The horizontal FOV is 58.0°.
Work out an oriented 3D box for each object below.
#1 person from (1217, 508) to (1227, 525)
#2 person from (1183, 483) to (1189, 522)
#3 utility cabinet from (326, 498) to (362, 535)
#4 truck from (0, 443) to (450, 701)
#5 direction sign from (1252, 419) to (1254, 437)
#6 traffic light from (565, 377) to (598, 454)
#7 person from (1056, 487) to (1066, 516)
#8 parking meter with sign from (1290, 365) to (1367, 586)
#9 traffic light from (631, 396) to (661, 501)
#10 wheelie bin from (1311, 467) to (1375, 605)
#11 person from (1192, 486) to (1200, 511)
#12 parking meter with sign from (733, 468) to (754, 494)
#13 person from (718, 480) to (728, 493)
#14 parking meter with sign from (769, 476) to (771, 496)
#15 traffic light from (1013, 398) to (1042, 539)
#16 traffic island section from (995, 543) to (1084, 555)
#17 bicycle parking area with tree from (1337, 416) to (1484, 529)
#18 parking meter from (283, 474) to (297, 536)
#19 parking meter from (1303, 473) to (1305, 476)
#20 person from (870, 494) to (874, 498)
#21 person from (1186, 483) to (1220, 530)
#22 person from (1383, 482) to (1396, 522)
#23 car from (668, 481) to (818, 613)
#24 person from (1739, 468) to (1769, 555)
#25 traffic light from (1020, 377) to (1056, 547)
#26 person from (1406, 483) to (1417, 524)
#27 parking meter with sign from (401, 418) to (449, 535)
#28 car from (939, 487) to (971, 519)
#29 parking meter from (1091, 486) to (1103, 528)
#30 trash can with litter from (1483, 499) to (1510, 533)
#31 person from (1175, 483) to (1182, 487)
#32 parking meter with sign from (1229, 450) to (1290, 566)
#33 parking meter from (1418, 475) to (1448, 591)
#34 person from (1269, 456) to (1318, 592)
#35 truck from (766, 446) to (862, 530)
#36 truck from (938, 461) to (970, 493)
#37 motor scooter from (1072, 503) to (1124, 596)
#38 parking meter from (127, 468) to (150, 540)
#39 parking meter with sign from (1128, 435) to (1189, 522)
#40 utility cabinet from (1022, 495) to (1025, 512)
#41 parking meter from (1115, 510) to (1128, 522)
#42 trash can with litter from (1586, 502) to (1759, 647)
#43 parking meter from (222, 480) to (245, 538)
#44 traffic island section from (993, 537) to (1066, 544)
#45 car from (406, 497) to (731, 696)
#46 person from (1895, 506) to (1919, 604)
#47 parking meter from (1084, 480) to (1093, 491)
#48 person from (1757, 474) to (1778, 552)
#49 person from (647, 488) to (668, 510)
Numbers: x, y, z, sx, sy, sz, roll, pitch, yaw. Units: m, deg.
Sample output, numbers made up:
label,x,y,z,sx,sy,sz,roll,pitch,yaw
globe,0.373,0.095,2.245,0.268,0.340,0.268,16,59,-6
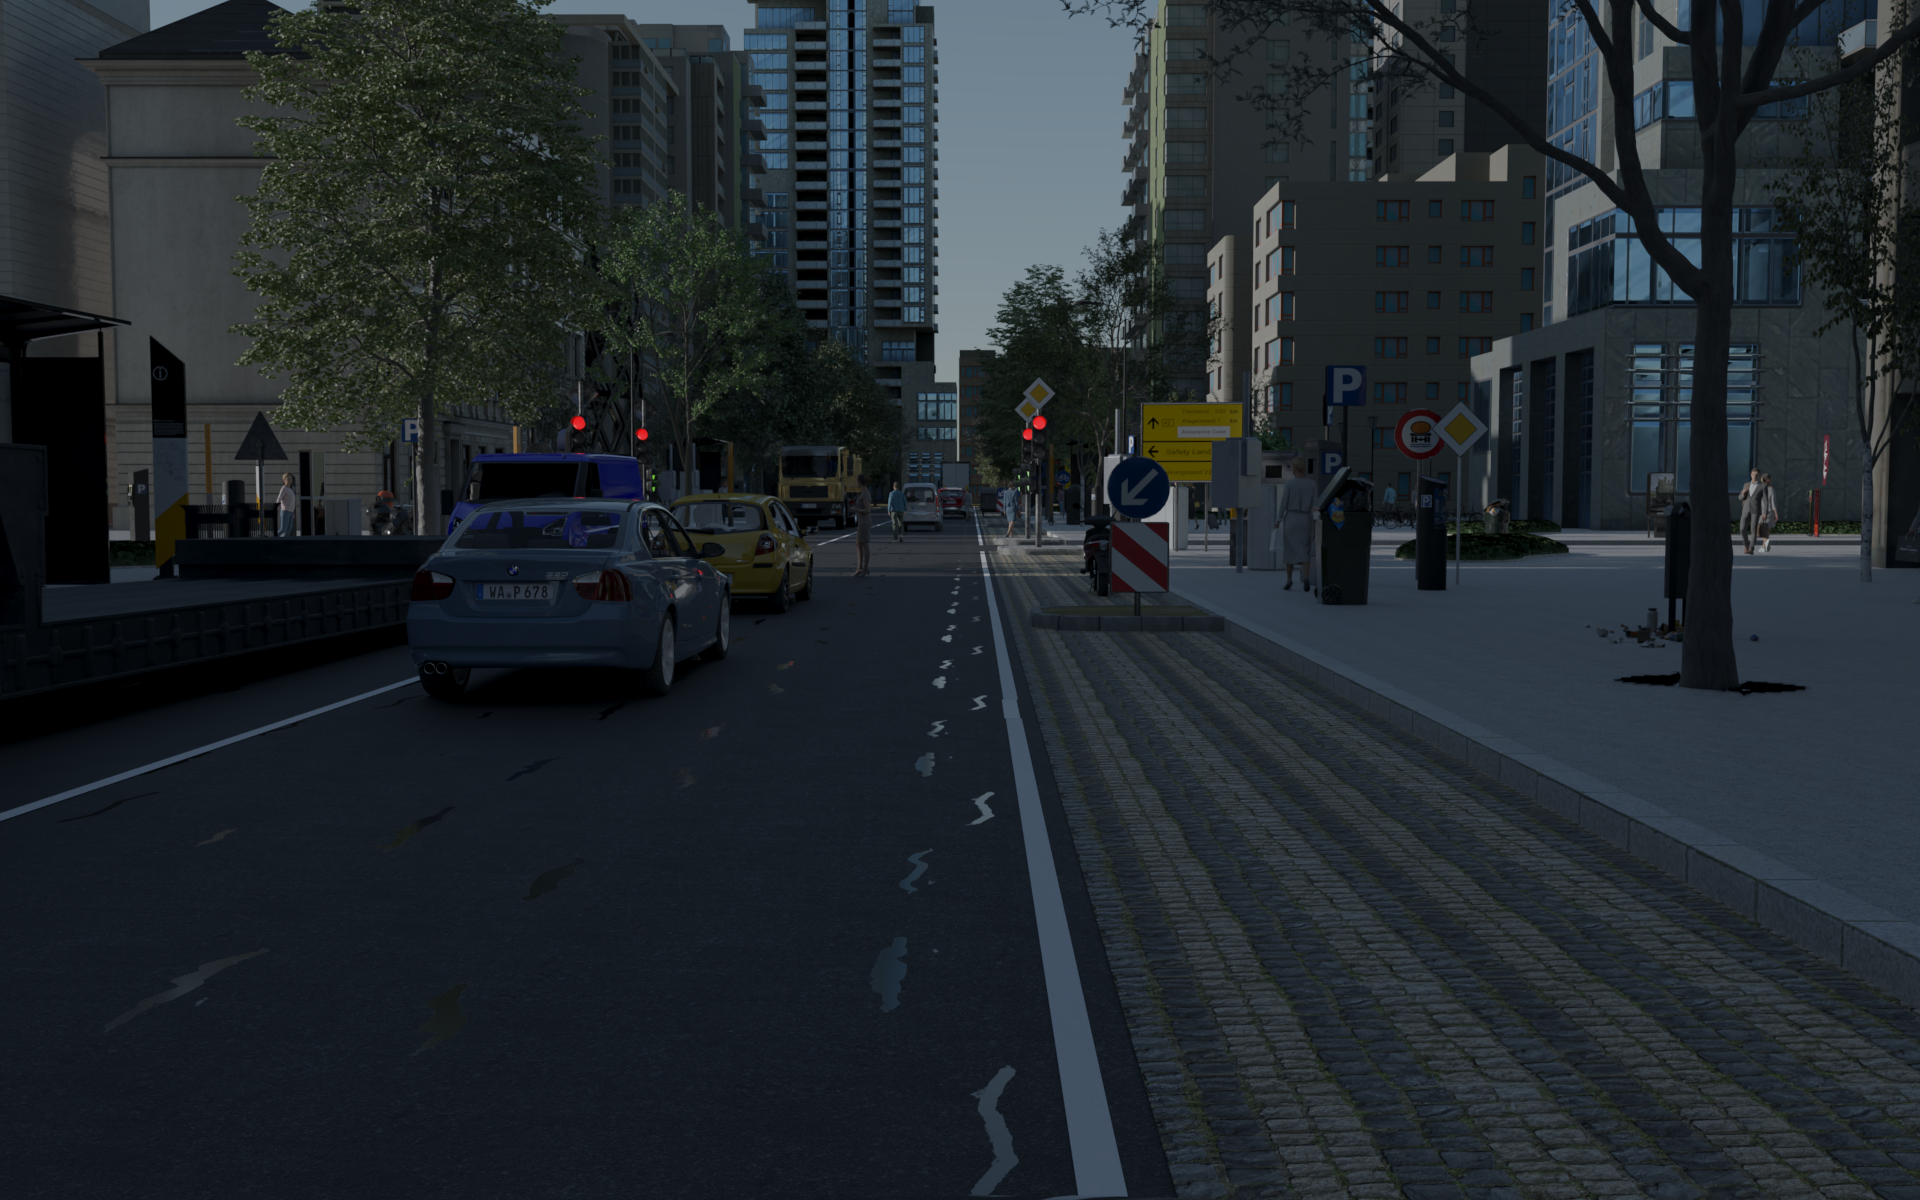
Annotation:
label,x,y,z,sx,sy,sz,roll,pitch,yaw
person,10.812,-4.002,71.651,0.511,1.800,0.466,2,4,27
person,9.843,-4.410,78.367,1.509,1.804,0.699,-2,4,-24
utility cabinet,-10.689,-1.134,29.704,1.020,1.237,0.306,2,4,35
truck,-6.430,-1.319,11.327,2.967,4.110,18.799,0,4,0
direction sign,8.598,-3.681,52.177,0.379,3.537,0.876,3,4,39
traffic light,-9.083,-3.229,41.708,0.839,4.253,0.868,0,4,0
person,5.987,-5.830,102.200,0.643,1.720,0.563,0,4,-1
parking meter with sign,5.169,-1.719,24.359,0.543,3.016,1.738,0,4,-4
traffic light,-9.028,-3.717,49.693,0.839,4.253,0.868,0,4,0
wheelie bin,4.494,-0.757,20.277,0.693,1.594,0.980,0,4,4
person,15.648,-6.735,116.379,0.699,1.804,1.509,0,4,-2
parking meter with sign,-12.072,-6.018,94.660,1.738,3.016,0.543,1,4,16
person,-9.334,-3.860,69.003,0.661,1.843,0.795,0,4,-3
parking meter with sign,-9.602,-6.043,95.062,1.738,3.016,0.543,-1,4,-9
traffic light,1.933,-3.713,49.634,0.839,4.253,0.868,0,4,0
traffic island section,1.918,-1.192,41.763,2.009,0.180,2.903,0,4,0
bicycle parking area with tree,15.365,-4.858,66.429,9.016,4.147,8.231,1,4,14
parking meter,-19.287,-2.699,49.837,0.255,1.863,0.399,0,4,-1
parking meter,9.552,-2.651,49.059,0.399,1.863,0.255,2,4,24
person,-10.788,-12.028,204.793,1.348,1.869,0.705,1,4,21
person,8.605,-3.450,62.666,0.699,1.804,1.509,-3,5,-42
person,19.828,-4.510,79.806,0.660,1.820,0.620,-2,4,-34
car,-2.889,-0.737,22.272,2.015,1.641,3.980,0,4,1
person,16.795,-1.874,36.654,0.622,1.834,0.822,2,4,35
traffic light,1.878,-3.225,41.649,0.839,4.253,0.868,0,4,0
person,18.823,-3.962,71.577,0.760,1.731,0.466,2,4,24
parking meter with sign,-12.522,-2.721,40.749,0.543,3.016,1.738,0,4,4
car,-0.431,-5.628,100.695,2.281,1.827,5.304,0,4,2
parking meter,4.415,-2.894,55.734,0.372,1.533,0.369,0,3,0
trash can with litter,12.451,-1.800,40.816,0.624,1.170,1.055,-2,4,-24
person,6.847,-2.889,53.626,0.444,1.785,0.601,2,4,34
parking meter with sign,5.670,-2.106,30.691,1.738,3.016,0.543,1,4,22
parking meter,6.319,-0.901,23.147,0.372,1.533,0.369,0,3,0
person,4.444,-1.008,22.881,0.694,1.780,0.624,1,4,11
truck,-5.805,-4.660,72.112,3.469,3.379,9.791,0,4,2
truck,-0.484,-9.964,151.817,2.839,4.237,11.283,0,4,-1
motor scooter,2.015,-0.735,24.795,0.815,1.314,1.986,0,4,2
parking meter,-18.473,-2.034,38.961,0.255,1.863,0.399,3,5,40
parking meter with sign,5.934,-3.388,51.661,1.738,3.016,0.543,-1,4,-11
utility cabinet,4.572,-6.818,122.633,0.306,1.237,1.020,1,4,11
parking meter,4.752,-2.775,51.087,0.255,1.863,0.399,-2,4,-28
trash can with litter,6.215,-0.269,15.448,1.678,1.210,2.233,3,4,36
parking meter,-12.927,-1.373,30.854,0.372,1.533,0.369,0,3,0
traffic island section,1.973,-1.680,49.748,2.009,0.180,2.903,0,4,0
car,-2.918,-0.097,13.584,2.014,1.417,4.499,0,4,1
person,11.181,-0.834,19.869,0.709,1.800,0.728,-2,4,-24
parking meter,5.453,-4.137,73.346,0.399,1.863,0.255,-3,5,-40
person,17.776,-1.919,38.166,0.466,1.731,0.760,0,4,3
person,-11.715,-3.741,67.427,1.509,1.804,0.699,3,5,42
